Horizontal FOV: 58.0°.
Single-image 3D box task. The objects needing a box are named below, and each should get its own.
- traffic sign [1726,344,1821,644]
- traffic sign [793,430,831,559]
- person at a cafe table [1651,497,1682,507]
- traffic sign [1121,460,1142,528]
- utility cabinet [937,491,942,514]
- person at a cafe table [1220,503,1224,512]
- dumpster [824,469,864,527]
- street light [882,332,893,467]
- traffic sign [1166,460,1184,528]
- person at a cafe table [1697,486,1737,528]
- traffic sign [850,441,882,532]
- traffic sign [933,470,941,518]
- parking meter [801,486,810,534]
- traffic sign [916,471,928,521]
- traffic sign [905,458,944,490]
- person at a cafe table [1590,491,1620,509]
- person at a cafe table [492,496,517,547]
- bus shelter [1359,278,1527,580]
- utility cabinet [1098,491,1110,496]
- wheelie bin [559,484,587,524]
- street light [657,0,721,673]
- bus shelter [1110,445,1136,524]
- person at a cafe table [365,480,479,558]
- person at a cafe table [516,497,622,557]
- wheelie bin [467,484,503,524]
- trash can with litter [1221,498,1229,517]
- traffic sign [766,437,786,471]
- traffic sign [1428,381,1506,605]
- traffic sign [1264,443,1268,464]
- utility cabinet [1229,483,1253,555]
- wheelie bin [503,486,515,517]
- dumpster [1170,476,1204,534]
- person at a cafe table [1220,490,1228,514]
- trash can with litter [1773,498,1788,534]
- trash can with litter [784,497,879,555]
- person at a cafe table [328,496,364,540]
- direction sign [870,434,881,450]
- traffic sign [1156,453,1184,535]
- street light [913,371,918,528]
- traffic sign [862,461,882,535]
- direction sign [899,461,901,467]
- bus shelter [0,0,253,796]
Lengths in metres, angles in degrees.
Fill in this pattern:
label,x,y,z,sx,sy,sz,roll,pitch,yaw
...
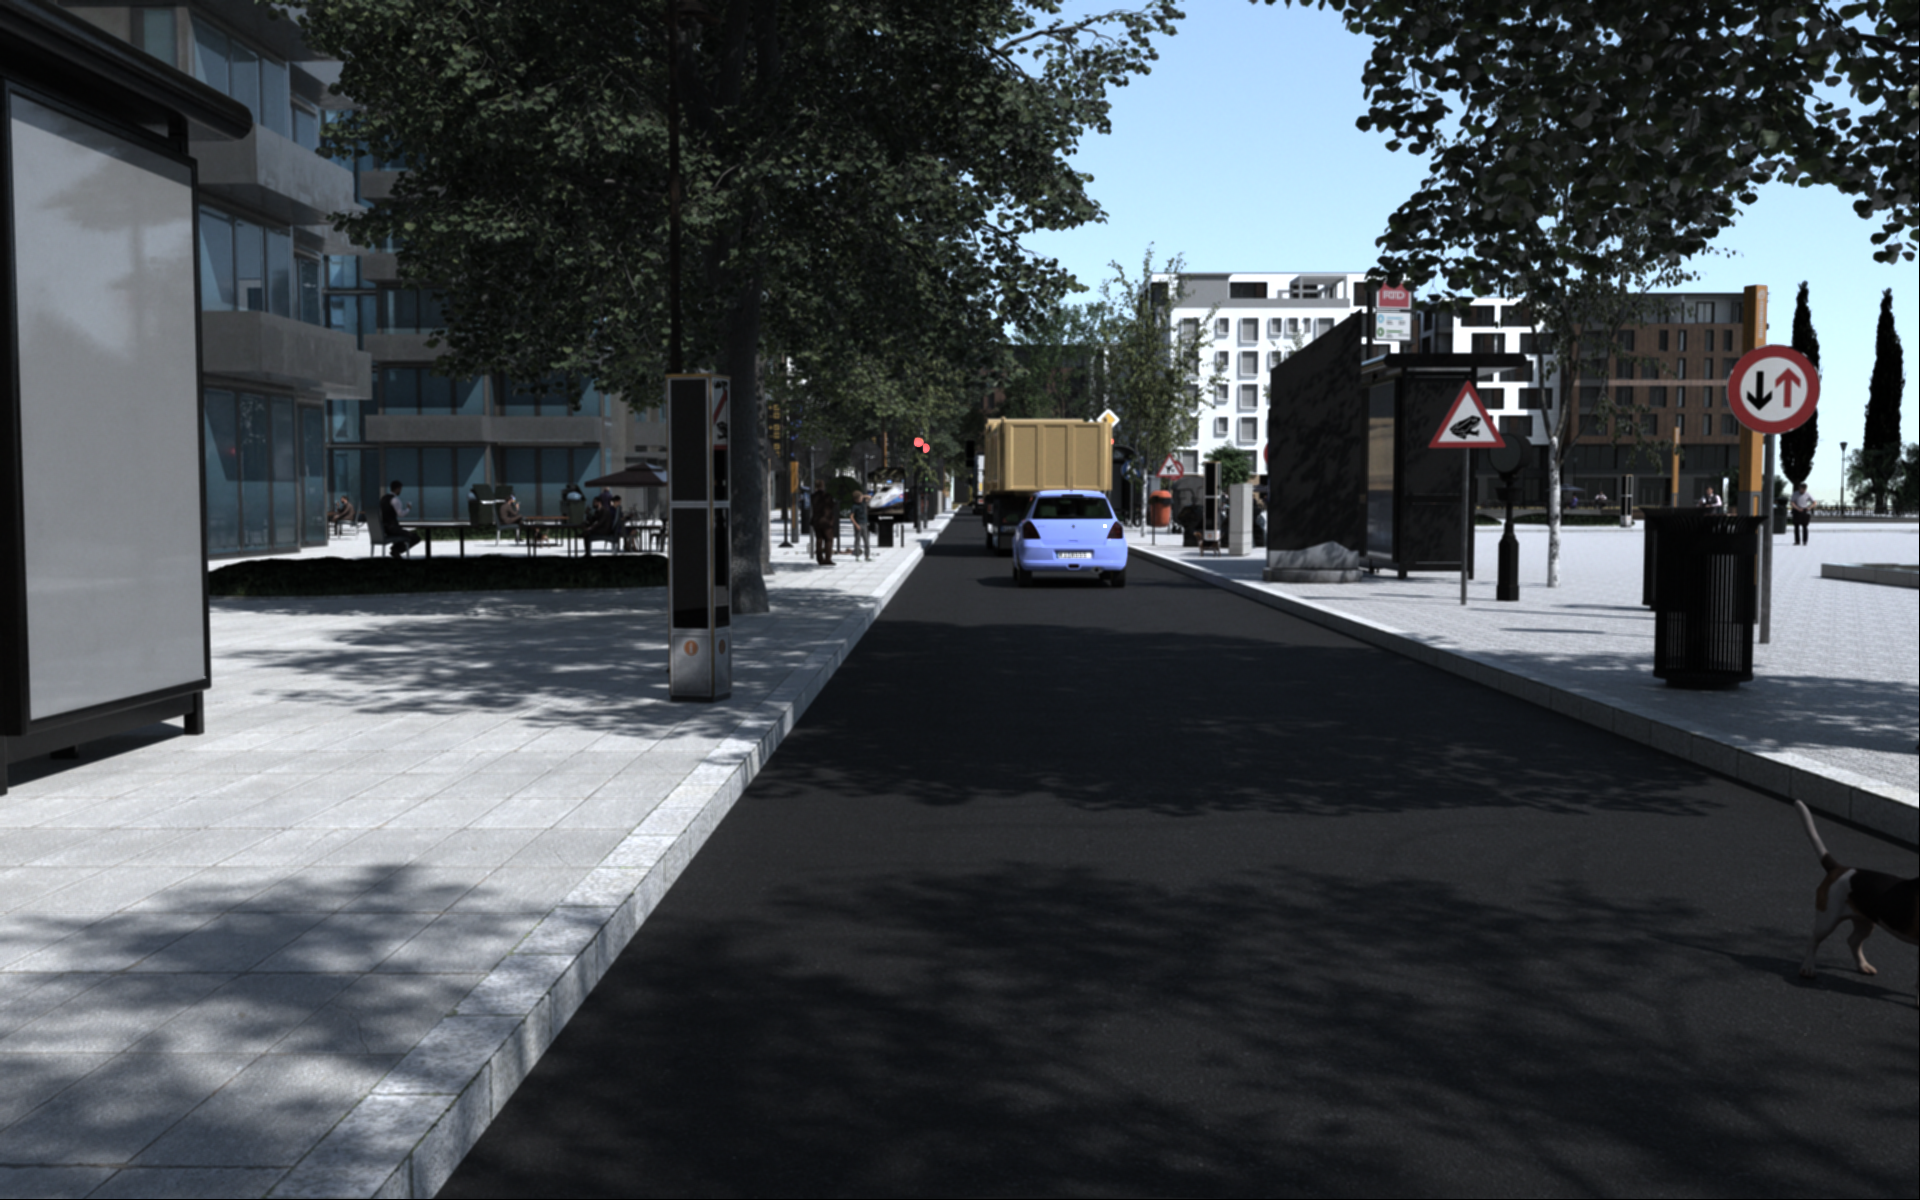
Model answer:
label,x,y,z,sx,sy,sz,roll,pitch,yaw
traffic sign,6.908,-0.898,14.795,0.768,2.556,0.104,0,4,7
traffic sign,-2.927,-2.085,34.197,0.768,2.556,0.104,0,4,6
person at a cafe table,48.959,-6.649,119.576,1.698,1.238,1.726,-1,4,-9
traffic sign,6.417,-3.957,64.806,0.768,2.556,0.104,0,4,4
utility cabinet,-1.434,-6.319,111.995,0.318,1.500,1.173,-1,4,-17
person at a cafe table,15.199,-5.851,106.522,1.726,1.238,1.698,-2,4,-24
dumpster,-4.443,-3.904,66.317,1.502,2.255,1.985,0,4,0
street light,-1.926,-4.325,43.501,0.468,5.910,1.993,0,4,0
traffic sign,8.024,-3.975,65.103,0.768,2.556,0.104,0,4,5
person at a cafe table,21.086,-2.479,49.049,1.698,1.524,1.622,3,5,40
traffic sign,-2.243,-2.522,41.333,0.768,2.556,0.104,0,4,4
traffic sign,-1.391,-5.664,92.710,0.768,2.556,0.104,1,4,10
parking meter,-4.909,-2.874,55.396,0.372,1.533,0.369,0,3,0
traffic sign,-1.759,-5.033,82.402,0.768,2.556,0.104,0,4,7
traffic sign,-2.029,-6.362,97.890,2.265,3.308,0.079,0,4,2
person at a cafe table,45.606,-6.994,122.860,1.698,1.524,1.622,0,4,-7
person at a cafe table,-10.628,-1.948,42.709,1.726,1.238,1.698,-1,4,-20
bus shelter,7.388,-3.204,30.023,2.179,5.291,8.768,0,4,0
utility cabinet,5.207,-3.557,66.836,1.173,1.500,0.318,-1,4,-22
wheelie bin,-12.375,-2.902,55.353,0.980,1.594,0.693,3,5,45
street light,-2.023,-2.417,12.305,0.468,5.910,1.993,0,4,0
bus shelter,6.518,-4.896,73.967,2.014,3.302,5.546,0,4,0
person at a cafe table,-9.815,-1.378,31.049,1.698,1.524,1.622,3,5,39
person at a cafe table,-7.011,-1.253,31.349,1.726,1.238,1.698,-1,4,-19
wheelie bin,-15.112,-2.856,54.596,0.693,1.594,0.980,3,4,37
trash can with litter,8.793,-2.684,55.267,0.624,1.170,1.055,2,4,30
traffic sign,-4.415,-2.423,39.617,0.884,2.594,0.081,0,4,4
traffic sign,5.825,-1.221,19.963,0.884,2.594,0.081,0,4,1
traffic sign,7.102,-2.340,38.357,0.768,2.556,0.104,1,4,10
utility cabinet,5.891,-1.695,36.393,0.318,1.500,1.173,1,4,19
wheelie bin,-17.143,-3.501,65.146,0.980,1.594,0.693,0,4,7
dumpster,7.500,-3.064,55.855,1.264,1.857,1.865,0,4,0
person at a cafe table,17.493,-6.466,114.237,1.698,1.524,1.622,1,4,20
trash can with litter,26.265,-2.716,55.799,0.624,1.170,1.055,1,4,12
trash can with litter,-2.599,-1.579,36.877,1.678,1.210,2.233,-3,4,-38
person at a cafe table,-17.795,-2.316,48.725,1.726,1.238,1.698,-1,4,-17
direction sign,-3.096,-4.483,65.295,0.379,3.537,0.876,3,4,36
traffic sign,6.604,-3.342,54.637,0.884,2.594,0.081,0,4,1
street light,-1.673,-5.626,64.775,0.468,5.910,1.993,0,4,0
traffic sign,-2.620,-3.309,54.109,0.884,2.594,0.081,0,4,1
direction sign,-4.031,-7.663,117.289,0.379,3.537,0.876,-3,5,-42
bus shelter,-4.884,-1.665,4.862,2.179,5.291,8.768,0,4,1
